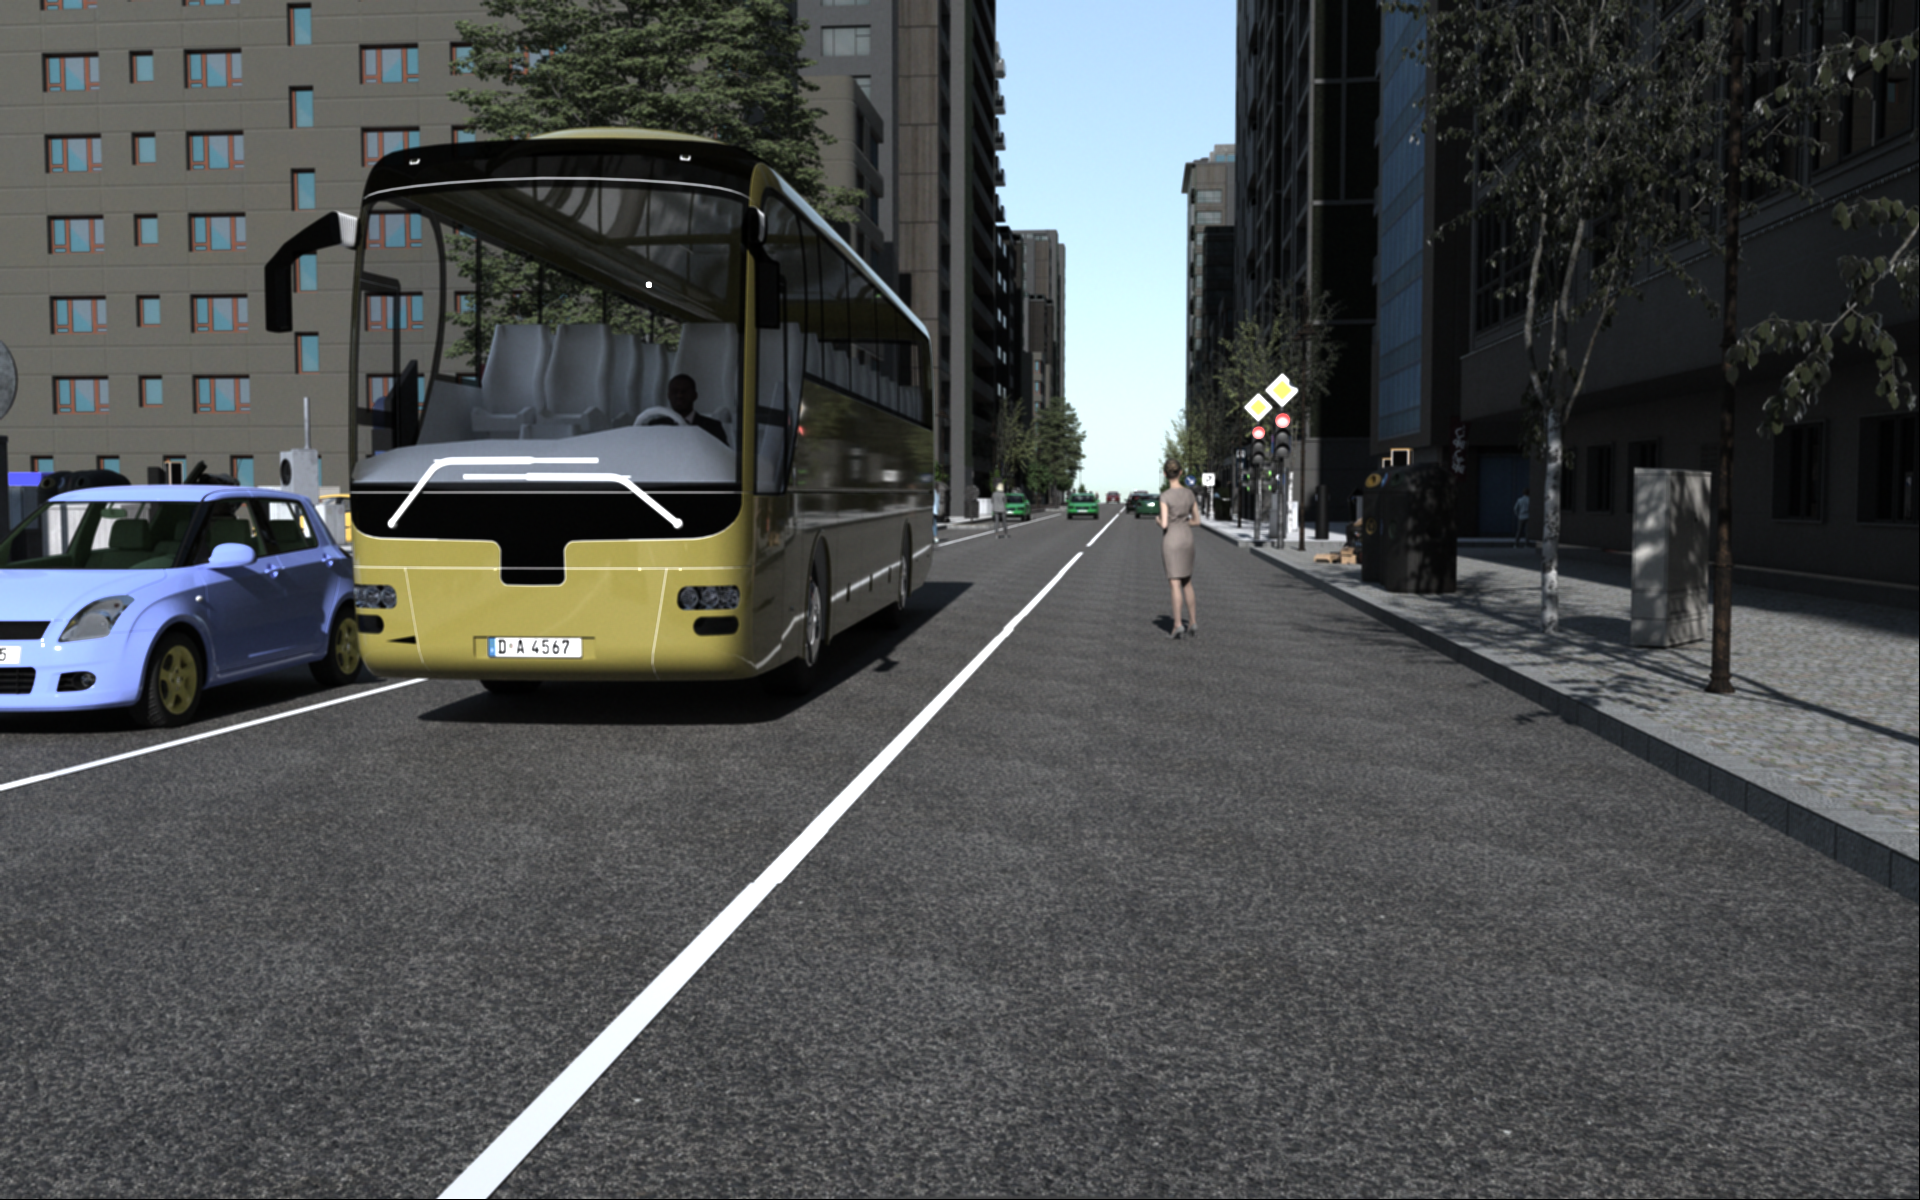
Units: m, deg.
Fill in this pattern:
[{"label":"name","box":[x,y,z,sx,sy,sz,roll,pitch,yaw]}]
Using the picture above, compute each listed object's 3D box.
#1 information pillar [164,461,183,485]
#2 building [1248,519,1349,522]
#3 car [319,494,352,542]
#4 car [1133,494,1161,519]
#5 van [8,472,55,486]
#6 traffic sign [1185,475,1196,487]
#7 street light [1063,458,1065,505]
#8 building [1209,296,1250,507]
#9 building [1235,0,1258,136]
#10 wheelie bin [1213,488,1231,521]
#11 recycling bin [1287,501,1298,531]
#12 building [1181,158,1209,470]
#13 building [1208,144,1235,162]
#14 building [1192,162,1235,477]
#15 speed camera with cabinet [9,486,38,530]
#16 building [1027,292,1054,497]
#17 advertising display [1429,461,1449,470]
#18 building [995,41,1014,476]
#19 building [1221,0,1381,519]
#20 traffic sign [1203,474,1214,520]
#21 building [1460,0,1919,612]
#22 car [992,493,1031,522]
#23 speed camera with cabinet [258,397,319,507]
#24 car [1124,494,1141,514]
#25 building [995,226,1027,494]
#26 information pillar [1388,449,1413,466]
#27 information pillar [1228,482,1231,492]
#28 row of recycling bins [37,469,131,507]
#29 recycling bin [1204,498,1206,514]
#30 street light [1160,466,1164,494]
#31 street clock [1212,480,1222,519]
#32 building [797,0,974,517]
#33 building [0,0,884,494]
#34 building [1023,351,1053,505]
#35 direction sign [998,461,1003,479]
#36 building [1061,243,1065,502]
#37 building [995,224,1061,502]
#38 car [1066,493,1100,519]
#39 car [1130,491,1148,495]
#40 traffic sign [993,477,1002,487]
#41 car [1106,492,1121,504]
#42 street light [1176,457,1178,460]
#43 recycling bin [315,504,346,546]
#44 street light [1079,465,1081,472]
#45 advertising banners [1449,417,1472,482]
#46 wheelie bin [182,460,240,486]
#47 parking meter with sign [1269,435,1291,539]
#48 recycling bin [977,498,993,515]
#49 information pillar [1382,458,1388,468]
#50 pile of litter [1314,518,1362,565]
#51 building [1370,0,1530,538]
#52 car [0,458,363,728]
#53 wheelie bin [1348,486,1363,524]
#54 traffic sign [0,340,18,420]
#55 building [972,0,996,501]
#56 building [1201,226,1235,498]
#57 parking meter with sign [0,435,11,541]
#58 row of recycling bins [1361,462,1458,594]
[{"label":"information pillar","box":[-17.778,-2.124,39.215,0.304,2.012,0.304,-3,5,-45]},{"label":"building","box":[24.300,-39.339,81.442,20.563,71.187,20.611,0,4,6]},{"label":"car","box":[-16.782,-2.199,46.184,3.980,1.641,2.015,0,4,4]},{"label":"car","box":[11.323,-5.567,102.810,2.131,1.459,4.920,0,4,7]},{"label":"van","box":[-27.549,-2.705,48.605,5.245,2.365,2.240,0,4,7]},{"label":"traffic sign","box":[15.413,-7.081,115.879,0.768,2.556,0.104,0,4,7]},{"label":"street light","box":[12.527,-14.448,209.006,0.468,5.910,1.993,0,4,6]},{"label":"building","box":[38.222,-19.549,164.672,27.650,21.520,28.899,0,4,6]},{"label":"building","box":[35.784,-33.421,135.677,28.713,52.752,27.495,0,4,6]},{"label":"wheelie bin","box":[12.615,-4.607,83.230,0.980,1.594,0.693,-1,4,-23]},{"label":"recycling bin","box":[11.312,-2.902,60.000,0.722,1.027,0.722,0,4,4]},{"label":"building","box":[48.557,-41.367,265.595,28.713,52.752,27.495,0,4,6]},{"label":"building","box":[43.700,-37.768,237.110,23.786,49.044,30.456,0,4,6]},{"label":"building","box":[36.041,-32.522,215.323,14.154,41.232,14.086,0,4,6]},{"label":"speed camera with cabinet","box":[-18.976,-2.402,33.601,2.038,3.252,0.660,0,4,5]},{"label":"building","box":[6.025,-29.085,247.243,14.160,30.474,14.107,0,4,6]},{"label":"advertising display","box":[9.547,-1.804,34.710,0.123,1.923,0.974,0,4,-4]},{"label":"building","box":[-7.345,-33.256,163.338,23.786,49.044,30.456,0,4,6]},{"label":"building","box":[27.785,-41.095,110.152,20.563,71.187,20.611,0,4,6]},{"label":"traffic sign","box":[12.304,-5.118,85.810,0.606,2.300,0.079,1,4,12]},{"label":"building","box":[16.424,-14.094,23.939,14.314,27.812,24.014,0,4,6]},{"label":"car","box":[2.734,-5.054,91.430,1.959,1.807,4.718,0,4,7]},{"label":"speed camera with cabinet","box":[-13.975,-2.545,35.939,0.660,3.252,2.038,-3,5,-42]},{"label":"car","box":[13.137,-7.228,127.963,2.009,1.686,4.222,0,4,6]},{"label":"building","box":[-0.618,-25.313,185.574,14.160,30.474,14.107,0,4,6]},{"label":"information pillar","box":[7.156,-1.444,28.105,0.304,2.012,0.304,2,4,25]},{"label":"information pillar","box":[16.343,-6.135,104.799,0.304,2.012,0.304,0,4,8]},{"label":"row of recycling bins","box":[-15.199,-1.409,30.152,1.069,1.692,3.534,-3,5,-39]},{"label":"recycling bin","box":[15.592,-6.110,112.452,0.722,1.027,0.722,-1,4,-11]},{"label":"street light","box":[32.508,-18.848,280.955,0.468,5.910,1.993,0,4,6]},{"label":"street clock","box":[12.950,-5.065,87.376,0.471,2.002,0.358,2,4,27]},{"label":"building","box":[-6.883,-25.192,95.492,14.154,41.232,14.086,0,4,6]},{"label":"building","box":[-18.770,-13.619,67.717,27.650,21.520,28.899,0,4,6]},{"label":"building","box":[-2.339,-23.336,226.575,27.650,21.520,28.899,0,4,6]},{"label":"direction sign","box":[2.749,-7.728,118.343,0.379,3.537,0.876,1,4,22]},{"label":"building","box":[9.392,-36.201,275.472,14.154,41.232,14.086,0,4,6]},{"label":"building","box":[7.399,-35.320,261.072,14.154,41.232,14.086,0,4,6]},{"label":"car","box":[7.052,-5.534,99.275,1.959,1.807,4.718,0,4,5]},{"label":"car","box":[19.996,-11.198,191.752,2.281,1.827,5.304,0,4,5]},{"label":"traffic sign","box":[2.289,-6.343,105.838,0.606,2.300,0.079,0,4,8]},{"label":"car","box":[23.385,-15.649,264.528,2.281,1.827,5.304,0,4,5]},{"label":"street light","box":[21.155,-12.058,169.931,0.468,5.910,1.993,0,4,6]},{"label":"recycling bin","box":[-15.659,-1.843,42.686,0.722,1.027,0.722,2,4,26]},{"label":"street light","box":[18.426,-17.900,265.449,0.468,5.910,1.993,0,4,6]},{"label":"advertising banners","box":[10.448,-2.610,38.861,2.074,3.025,0.090,0,4,0]},{"label":"wheelie bin","box":[-7.218,-0.528,16.540,0.693,1.594,0.980,-1,4,-21]},{"label":"parking meter with sign","box":[9.200,-3.287,49.997,0.543,3.016,1.738,1,4,14]},{"label":"recycling bin","box":[1.492,-5.631,104.629,0.722,1.027,0.722,3,4,36]},{"label":"information pillar","box":[8.823,-1.895,35.480,0.304,2.012,0.304,2,4,26]},{"label":"pile of litter","box":[7.182,-1.117,32.233,1.176,0.858,1.719,0,4,4]},{"label":"building","box":[21.469,-24.786,55.355,14.200,45.320,14.600,0,4,6]},{"label":"car","box":[-5.518,-0.134,11.775,1.945,1.707,3.694,0,4,5]},{"label":"wheelie bin","box":[15.807,-3.737,69.007,0.693,1.594,0.980,1,4,9]},{"label":"traffic sign","box":[-7.651,-0.816,13.451,0.768,2.556,0.104,1,4,13]},{"label":"building","box":[-8.679,-31.368,136.566,21.300,48.544,21.600,0,4,6]},{"label":"building","box":[33.183,-25.440,187.652,14.160,30.474,14.107,0,4,6]},{"label":"parking meter with sign","box":[-11.637,-1.481,20.481,0.543,3.016,1.738,1,4,13]},{"label":"row of recycling bins","box":[6.219,-1.029,23.932,1.069,1.692,3.534,0,4,7]}]
